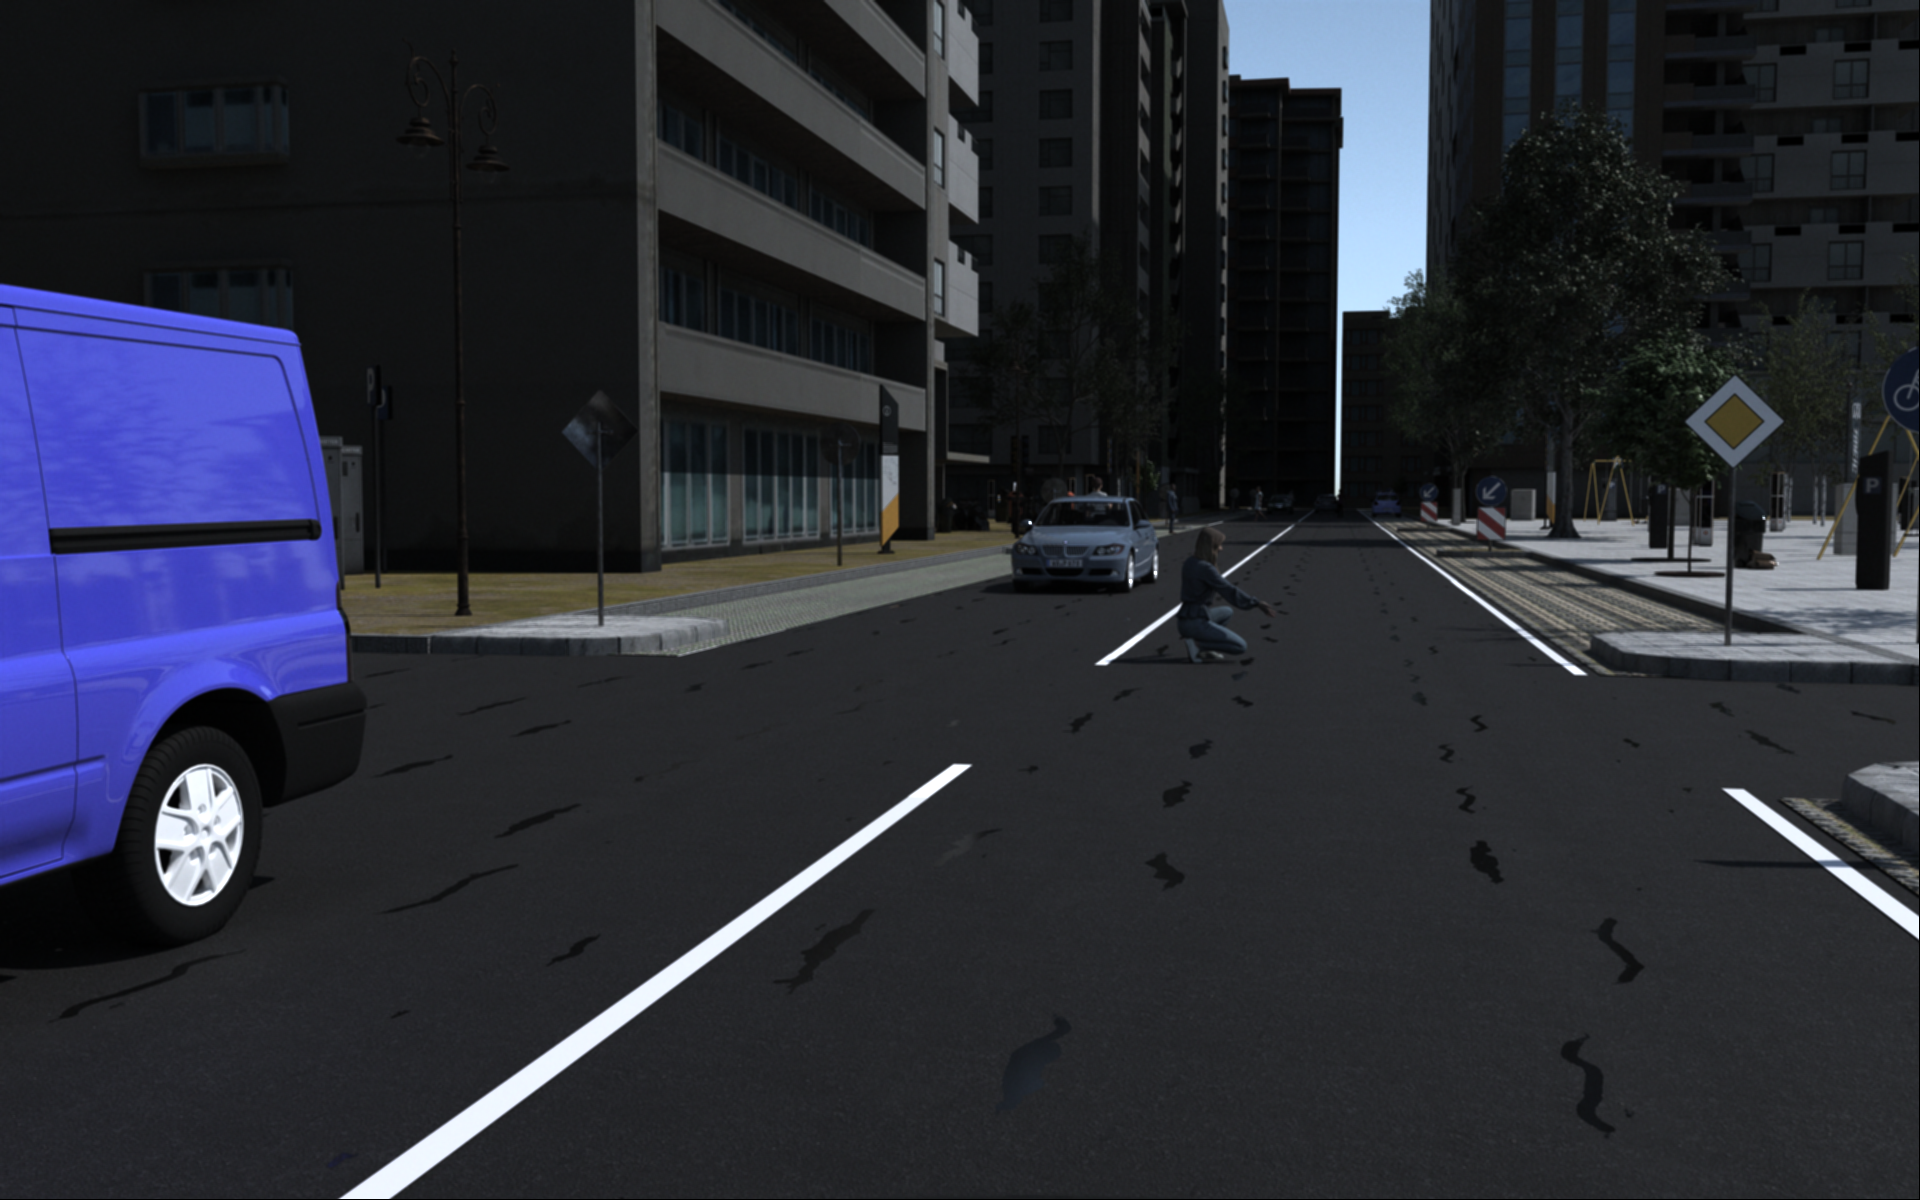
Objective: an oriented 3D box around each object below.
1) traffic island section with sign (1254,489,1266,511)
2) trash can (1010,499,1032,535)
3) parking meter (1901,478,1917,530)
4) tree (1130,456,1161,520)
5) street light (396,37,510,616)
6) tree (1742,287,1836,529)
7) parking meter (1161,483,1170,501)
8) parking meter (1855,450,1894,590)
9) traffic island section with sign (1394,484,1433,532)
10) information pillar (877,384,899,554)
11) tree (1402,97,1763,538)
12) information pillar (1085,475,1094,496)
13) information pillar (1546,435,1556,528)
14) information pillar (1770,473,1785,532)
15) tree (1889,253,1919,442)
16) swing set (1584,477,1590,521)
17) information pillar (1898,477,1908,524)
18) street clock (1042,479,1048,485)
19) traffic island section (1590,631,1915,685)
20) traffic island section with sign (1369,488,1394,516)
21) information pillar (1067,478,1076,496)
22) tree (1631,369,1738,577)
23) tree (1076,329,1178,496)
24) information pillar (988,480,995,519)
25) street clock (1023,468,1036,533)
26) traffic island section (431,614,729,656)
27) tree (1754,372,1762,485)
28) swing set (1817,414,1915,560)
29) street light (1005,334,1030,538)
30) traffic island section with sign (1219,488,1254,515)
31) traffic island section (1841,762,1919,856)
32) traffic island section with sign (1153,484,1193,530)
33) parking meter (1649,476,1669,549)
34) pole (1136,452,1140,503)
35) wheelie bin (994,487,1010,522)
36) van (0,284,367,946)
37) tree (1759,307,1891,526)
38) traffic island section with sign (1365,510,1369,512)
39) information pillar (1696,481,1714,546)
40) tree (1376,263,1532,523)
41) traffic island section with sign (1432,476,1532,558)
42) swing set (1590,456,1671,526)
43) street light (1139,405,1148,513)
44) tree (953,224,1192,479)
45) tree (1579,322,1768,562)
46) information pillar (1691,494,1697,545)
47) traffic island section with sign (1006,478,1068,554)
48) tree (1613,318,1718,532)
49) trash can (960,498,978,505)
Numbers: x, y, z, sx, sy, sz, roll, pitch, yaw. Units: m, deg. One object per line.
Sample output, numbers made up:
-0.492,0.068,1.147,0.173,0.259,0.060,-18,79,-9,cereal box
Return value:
24.247,-8.209,142.840,1.989,1.847,2.006,1,4,12,traffic island section with sign
1.921,-2.613,54.379,0.748,1.137,0.748,0,3,0,trash can
35.549,-3.613,64.784,0.399,1.863,0.255,1,4,18,parking meter
9.304,-5.669,87.289,1.663,3.219,1.824,0,3,0,tree
-5.254,-2.774,18.149,0.468,5.910,1.993,1,4,12,street light
30.065,-6.874,62.751,4.737,8.622,4.395,0,3,0,tree
10.702,-5.176,90.335,0.399,1.863,0.255,3,4,38,parking meter
12.277,-1.075,23.281,0.255,1.863,0.399,-3,5,-44,parking meter
17.649,-3.495,65.771,1.989,1.847,2.006,1,4,12,traffic island section with sign
-1.532,-2.803,37.182,0.504,3.616,0.183,-3,5,-44,information pillar
17.815,-8.160,50.431,9.611,12.733,9.660,0,3,0,tree
4.937,-3.771,66.147,0.304,2.012,0.304,-1,4,-11,information pillar
22.347,-4.532,65.445,0.183,3.616,0.504,-1,4,-12,information pillar
27.884,-3.340,59.096,0.304,2.012,0.304,-2,4,-24,information pillar
28.851,-6.168,51.208,4.737,8.622,4.395,0,3,0,tree
30.516,-5.036,79.959,3.119,2.851,2.862,0,4,7,swing set
40.227,-4.241,73.831,0.304,2.012,0.304,0,4,2,information pillar
4.072,-4.785,82.798,0.358,2.002,0.471,1,4,20,street clock
6.504,0.468,14.632,2.009,0.180,2.903,1,4,12,traffic island section
28.145,-6.449,114.069,1.989,1.847,2.006,1,4,12,traffic island section with sign
5.100,-4.592,79.578,0.304,2.012,0.304,-2,4,-29,information pillar
11.331,-1.990,27.146,1.663,3.219,1.824,0,3,0,tree
7.293,-7.743,76.953,4.360,8.622,3.978,0,3,0,tree
1.666,-5.277,90.771,0.304,2.012,0.304,1,4,17,information pillar
1.963,-2.720,49.035,0.358,2.002,0.471,0,4,1,street clock
-3.503,0.335,16.805,2.009,0.180,2.903,1,4,12,traffic island section
36.444,-7.552,73.842,4.360,8.622,3.978,0,3,0,tree
18.876,-2.198,33.560,3.119,2.851,2.862,-2,4,-34,swing set
1.667,-4.721,49.981,0.468,5.910,1.993,1,4,12,street light
18.516,-6.598,116.499,1.989,1.847,2.006,1,4,12,traffic island section with sign
4.807,0.945,6.829,2.009,0.180,2.903,1,4,12,traffic island section
8.388,-3.750,69.934,1.989,1.847,2.006,1,4,12,traffic island section with sign
16.443,-2.144,40.772,0.399,1.863,0.255,0,4,3,parking meter
8.571,-5.480,83.436,0.158,3.312,0.155,0,3,0,pole
1.960,-4.349,79.013,0.693,1.594,0.980,1,4,12,wheelie bin
-3.647,0.018,4.086,2.240,2.365,5.245,1,4,11,van
34.535,-7.227,68.525,4.360,8.622,3.978,0,3,0,tree
33.934,-8.079,140.726,1.989,1.847,2.006,1,4,12,traffic island section with sign
18.333,-2.325,42.512,0.304,2.012,0.304,2,4,26,information pillar
22.444,-9.268,77.280,9.928,11.665,9.643,0,3,0,tree
11.911,-1.884,39.431,1.989,1.847,2.006,1,4,12,traffic island section with sign
28.348,-4.527,71.637,3.119,2.851,2.862,-1,4,-8,swing set
8.732,-6.666,81.782,0.468,5.910,1.993,1,4,12,street light
3.533,-7.701,60.318,8.767,10.594,7.601,-3,4,-36,tree
13.701,-3.021,33.105,4.285,4.588,4.351,0,3,0,tree
18.559,-2.382,43.434,0.304,2.012,0.304,1,4,9,information pillar
2.247,-2.020,41.654,1.989,1.847,2.006,1,4,12,traffic island section with sign
23.468,-6.607,58.394,4.360,8.622,3.978,0,3,0,tree
0.356,-3.371,66.763,0.748,1.137,0.748,0,3,0,trash can
